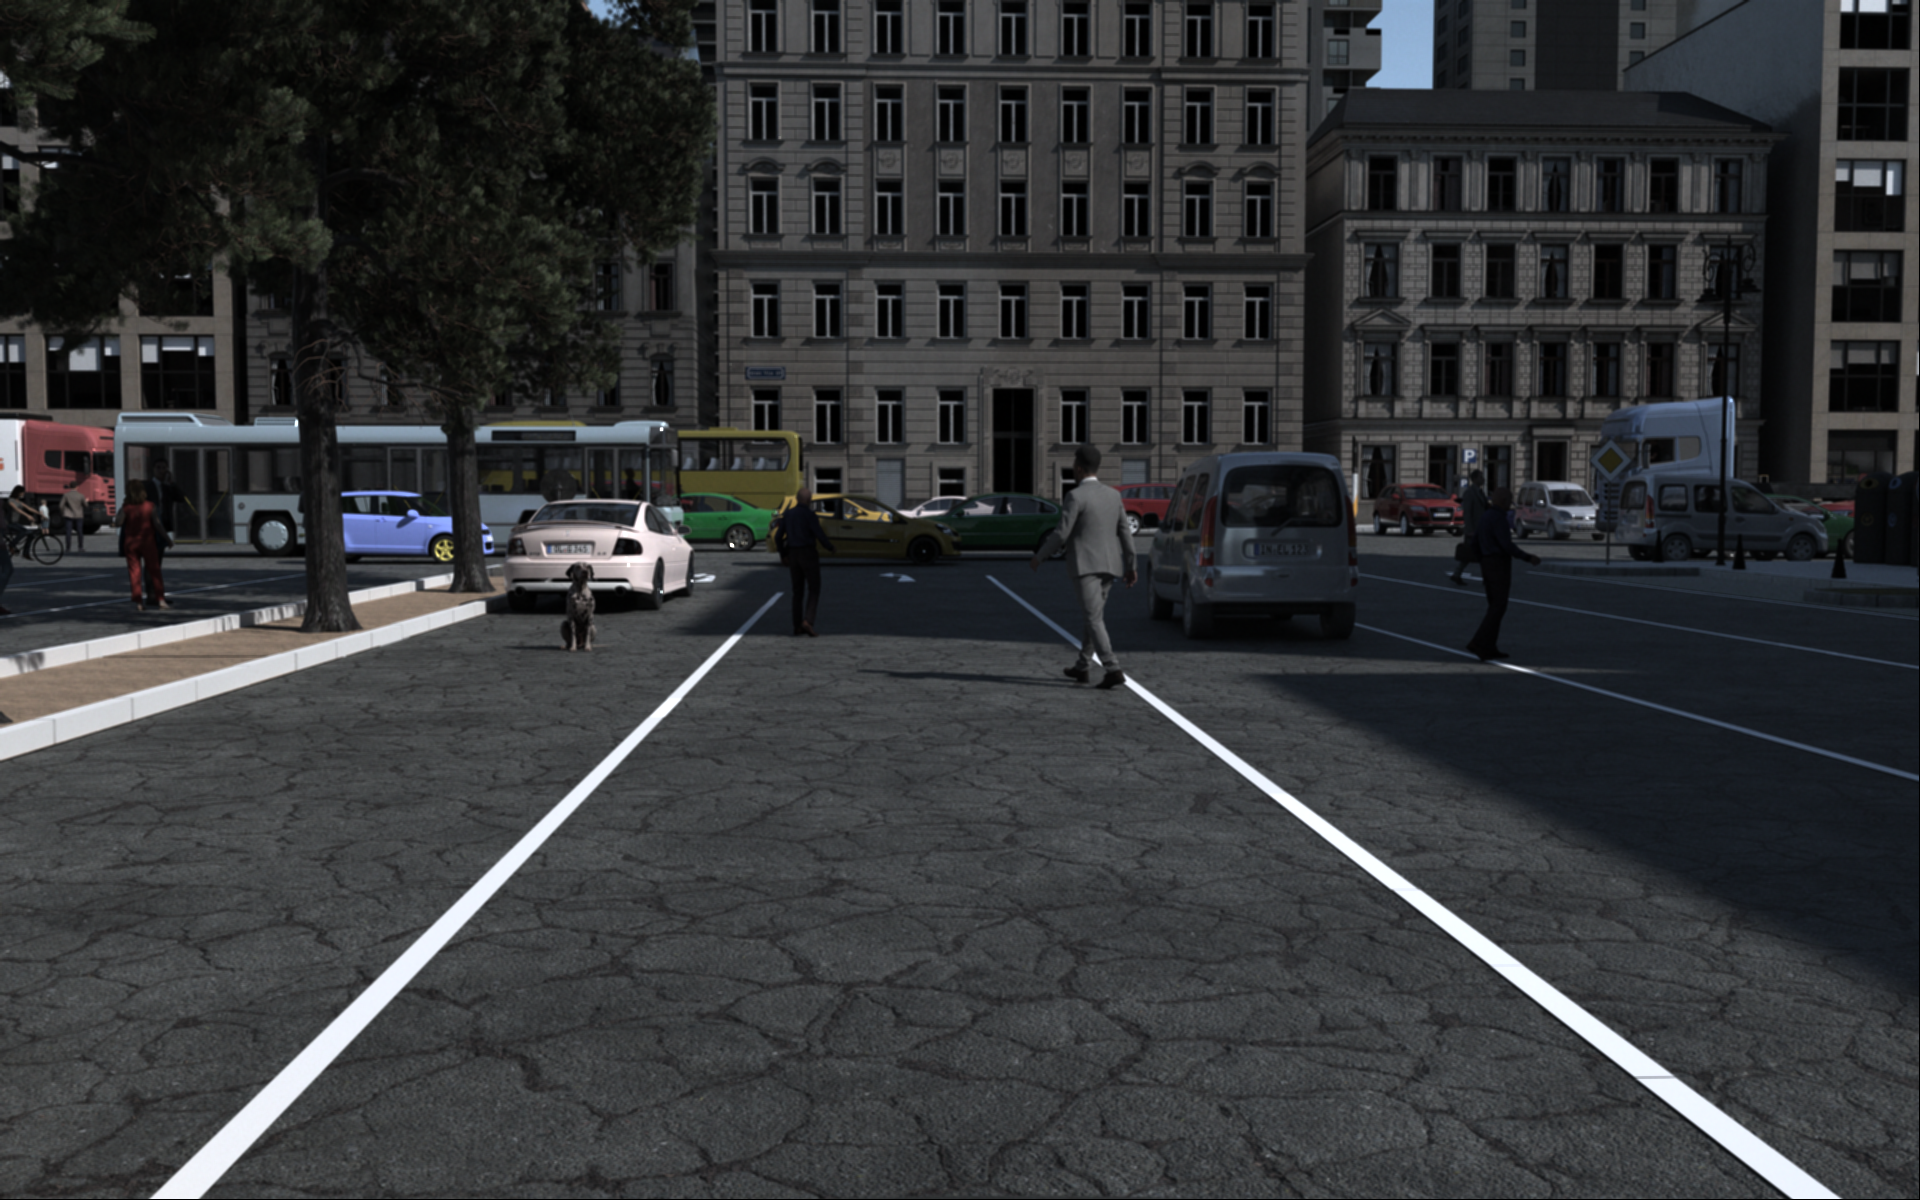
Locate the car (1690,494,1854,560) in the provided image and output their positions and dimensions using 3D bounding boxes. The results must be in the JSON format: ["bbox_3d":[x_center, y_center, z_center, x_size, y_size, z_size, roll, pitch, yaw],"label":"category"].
[{"bbox_3d":[18.234,-1.649,38.760,4.920,1.459,2.131,0,4,-3],"label":"car"}]

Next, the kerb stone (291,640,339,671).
[{"bbox_3d":[-5.435,0.472,14.485,0.120,0.150,1.000,0,4,-3],"label":"kerb stone"}]

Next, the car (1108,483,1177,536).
[{"bbox_3d":[7.160,-3.116,59.626,5.304,1.827,2.281,0,4,-4],"label":"car"}]

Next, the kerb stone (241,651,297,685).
[{"bbox_3d":[-5.399,0.534,13.458,0.120,0.150,1.000,0,4,-3],"label":"kerb stone"}]

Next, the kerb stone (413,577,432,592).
[{"bbox_3d":[-8.055,-0.212,25.677,0.120,0.150,1.000,0,4,-3],"label":"kerb stone"}]

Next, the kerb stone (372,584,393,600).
[{"bbox_3d":[-7.965,-0.087,23.621,0.120,0.150,1.000,0,4,-3],"label":"kerb stone"}]

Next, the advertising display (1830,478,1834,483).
[{"bbox_3d":[35.842,-4.039,71.256,0.123,1.923,0.974,2,4,26],"label":"advertising display"}]

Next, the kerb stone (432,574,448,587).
[{"bbox_3d":[-8.115,-0.276,26.710,0.120,0.150,1.000,0,4,-3],"label":"kerb stone"}]

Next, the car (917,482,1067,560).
[{"bbox_3d":[0.640,-1.794,38.132,4.718,1.807,1.959,0,4,-4],"label":"car"}]

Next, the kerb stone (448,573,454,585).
[{"bbox_3d":[-8.156,-0.339,27.742,0.120,0.150,1.000,0,4,-3],"label":"kerb stone"}]

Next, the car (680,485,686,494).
[{"bbox_3d":[-9.742,-2.350,47.103,5.304,1.827,2.281,0,4,-1],"label":"car"}]

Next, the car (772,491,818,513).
[{"bbox_3d":[-3.441,-2.347,48.593,3.980,1.641,2.015,0,4,-4],"label":"car"}]

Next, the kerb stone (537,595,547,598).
[{"bbox_3d":[-5.915,-0.158,24.784,0.120,0.150,1.000,0,4,-3],"label":"kerb stone"}]

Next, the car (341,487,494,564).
[{"bbox_3d":[-11.602,-1.614,35.973,3.694,1.707,1.945,0,4,-3],"label":"car"}]

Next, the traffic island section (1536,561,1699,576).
[{"bbox_3d":[11.767,-0.559,31.428,2.009,0.180,2.903,0,4,-3],"label":"traffic island section"}]

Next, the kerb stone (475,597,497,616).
[{"bbox_3d":[-5.727,0.094,20.659,0.120,0.150,1.000,0,4,-3],"label":"kerb stone"}]

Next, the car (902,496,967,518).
[{"bbox_3d":[-0.675,-2.742,57.191,4.827,1.381,2.083,0,4,-3],"label":"car"}]

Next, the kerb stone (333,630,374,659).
[{"bbox_3d":[-5.483,0.409,15.512,0.120,0.150,1.000,0,4,-3],"label":"kerb stone"}]

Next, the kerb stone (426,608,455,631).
[{"bbox_3d":[-5.629,0.220,18.597,0.120,0.150,1.000,0,4,-3],"label":"kerb stone"}]

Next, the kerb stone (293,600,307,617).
[{"bbox_3d":[-7.821,0.101,20.540,0.120,0.150,1.000,0,4,-3],"label":"kerb stone"}]

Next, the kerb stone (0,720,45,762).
[{"bbox_3d":[-5.196,0.787,9.353,0.120,0.150,1.000,0,4,-3],"label":"kerb stone"}]

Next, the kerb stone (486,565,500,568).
[{"bbox_3d":[-8.292,-0.528,30.835,0.120,0.150,1.000,0,4,-3],"label":"kerb stone"}]

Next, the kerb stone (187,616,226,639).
[{"bbox_3d":[-7.676,0.295,17.457,0.120,0.150,1.000,0,4,-3],"label":"kerb stone"}]

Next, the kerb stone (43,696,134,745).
[{"bbox_3d":[-5.243,0.723,10.380,0.120,0.150,1.000,0,4,-3],"label":"kerb stone"}]

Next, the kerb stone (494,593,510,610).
[{"bbox_3d":[-5.773,0.031,21.694,0.120,0.150,1.000,0,4,-3],"label":"kerb stone"}]

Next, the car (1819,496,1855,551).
[{"bbox_3d":[23.314,-2.073,42.562,5.304,1.827,2.281,0,4,-3],"label":"car"}]

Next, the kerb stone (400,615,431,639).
[{"bbox_3d":[-5.578,0.283,17.565,0.120,0.150,1.000,0,4,-3],"label":"kerb stone"}]

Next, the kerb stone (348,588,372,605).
[{"bbox_3d":[-7.918,-0.024,22.595,0.120,0.150,1.000,0,4,-3],"label":"kerb stone"}]

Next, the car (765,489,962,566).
[{"bbox_3d":[-1.954,-1.527,35.189,3.980,1.641,2.015,0,4,-4],"label":"car"}]

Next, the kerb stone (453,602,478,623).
[{"bbox_3d":[-5.674,0.157,19.623,0.120,0.150,1.000,0,4,-3],"label":"kerb stone"}]

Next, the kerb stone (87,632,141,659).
[{"bbox_3d":[-7.580,0.418,15.391,0.120,0.150,1.000,0,4,-3],"label":"kerb stone"}]

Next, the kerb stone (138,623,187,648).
[{"bbox_3d":[-7.625,0.353,16.431,0.120,0.150,1.000,0,4,-3],"label":"kerb stone"}]

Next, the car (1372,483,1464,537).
[{"bbox_3d":[15.859,-3.139,60.004,2.281,1.827,5.304,0,4,-3],"label":"car"}]

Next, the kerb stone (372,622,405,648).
[{"bbox_3d":[-5.526,0.350,16.539,0.120,0.150,1.000,0,4,-3],"label":"kerb stone"}]

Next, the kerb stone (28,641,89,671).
[{"bbox_3d":[-7.537,0.479,14.365,0.120,0.150,1.000,0,4,-3],"label":"kerb stone"}]

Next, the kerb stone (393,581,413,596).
[{"bbox_3d":[-8.012,-0.148,24.651,0.120,0.150,1.000,0,4,-3],"label":"kerb stone"}]

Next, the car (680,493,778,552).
[{"bbox_3d":[-6.838,-2.125,43.546,4.718,1.807,1.959,0,4,-2],"label":"car"}]

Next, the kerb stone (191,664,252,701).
[{"bbox_3d":[-5.341,0.599,12.432,0.120,0.150,1.000,0,4,-3],"label":"kerb stone"}]

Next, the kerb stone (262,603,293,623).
[{"bbox_3d":[-7.772,0.165,19.514,0.120,0.150,1.000,0,4,-3],"label":"kerb stone"}]

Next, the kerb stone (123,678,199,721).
[{"bbox_3d":[-5.289,0.660,11.406,0.120,0.150,1.000,0,4,-3],"label":"kerb stone"}]

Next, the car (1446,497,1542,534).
[{"bbox_3d":[19.351,-3.057,62.566,3.894,1.354,1.945,0,4,-3],"label":"car"}]

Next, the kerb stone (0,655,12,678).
[{"bbox_3d":[-7.479,0.543,13.324,0.120,0.150,1.000,0,4,-3],"label":"kerb stone"}]

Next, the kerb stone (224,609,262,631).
[{"bbox_3d":[-7.723,0.227,18.487,0.120,0.150,1.000,0,4,-3],"label":"kerb stone"}]

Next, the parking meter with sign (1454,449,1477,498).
[{"bbox_3d":[19.639,-4.373,67.759,0.543,3.016,1.738,0,4,-1],"label":"parking meter with sign"}]

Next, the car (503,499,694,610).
[{"bbox_3d":[-4.647,-0.634,22.726,2.083,1.381,4.827,0,4,-1],"label":"car"}]
